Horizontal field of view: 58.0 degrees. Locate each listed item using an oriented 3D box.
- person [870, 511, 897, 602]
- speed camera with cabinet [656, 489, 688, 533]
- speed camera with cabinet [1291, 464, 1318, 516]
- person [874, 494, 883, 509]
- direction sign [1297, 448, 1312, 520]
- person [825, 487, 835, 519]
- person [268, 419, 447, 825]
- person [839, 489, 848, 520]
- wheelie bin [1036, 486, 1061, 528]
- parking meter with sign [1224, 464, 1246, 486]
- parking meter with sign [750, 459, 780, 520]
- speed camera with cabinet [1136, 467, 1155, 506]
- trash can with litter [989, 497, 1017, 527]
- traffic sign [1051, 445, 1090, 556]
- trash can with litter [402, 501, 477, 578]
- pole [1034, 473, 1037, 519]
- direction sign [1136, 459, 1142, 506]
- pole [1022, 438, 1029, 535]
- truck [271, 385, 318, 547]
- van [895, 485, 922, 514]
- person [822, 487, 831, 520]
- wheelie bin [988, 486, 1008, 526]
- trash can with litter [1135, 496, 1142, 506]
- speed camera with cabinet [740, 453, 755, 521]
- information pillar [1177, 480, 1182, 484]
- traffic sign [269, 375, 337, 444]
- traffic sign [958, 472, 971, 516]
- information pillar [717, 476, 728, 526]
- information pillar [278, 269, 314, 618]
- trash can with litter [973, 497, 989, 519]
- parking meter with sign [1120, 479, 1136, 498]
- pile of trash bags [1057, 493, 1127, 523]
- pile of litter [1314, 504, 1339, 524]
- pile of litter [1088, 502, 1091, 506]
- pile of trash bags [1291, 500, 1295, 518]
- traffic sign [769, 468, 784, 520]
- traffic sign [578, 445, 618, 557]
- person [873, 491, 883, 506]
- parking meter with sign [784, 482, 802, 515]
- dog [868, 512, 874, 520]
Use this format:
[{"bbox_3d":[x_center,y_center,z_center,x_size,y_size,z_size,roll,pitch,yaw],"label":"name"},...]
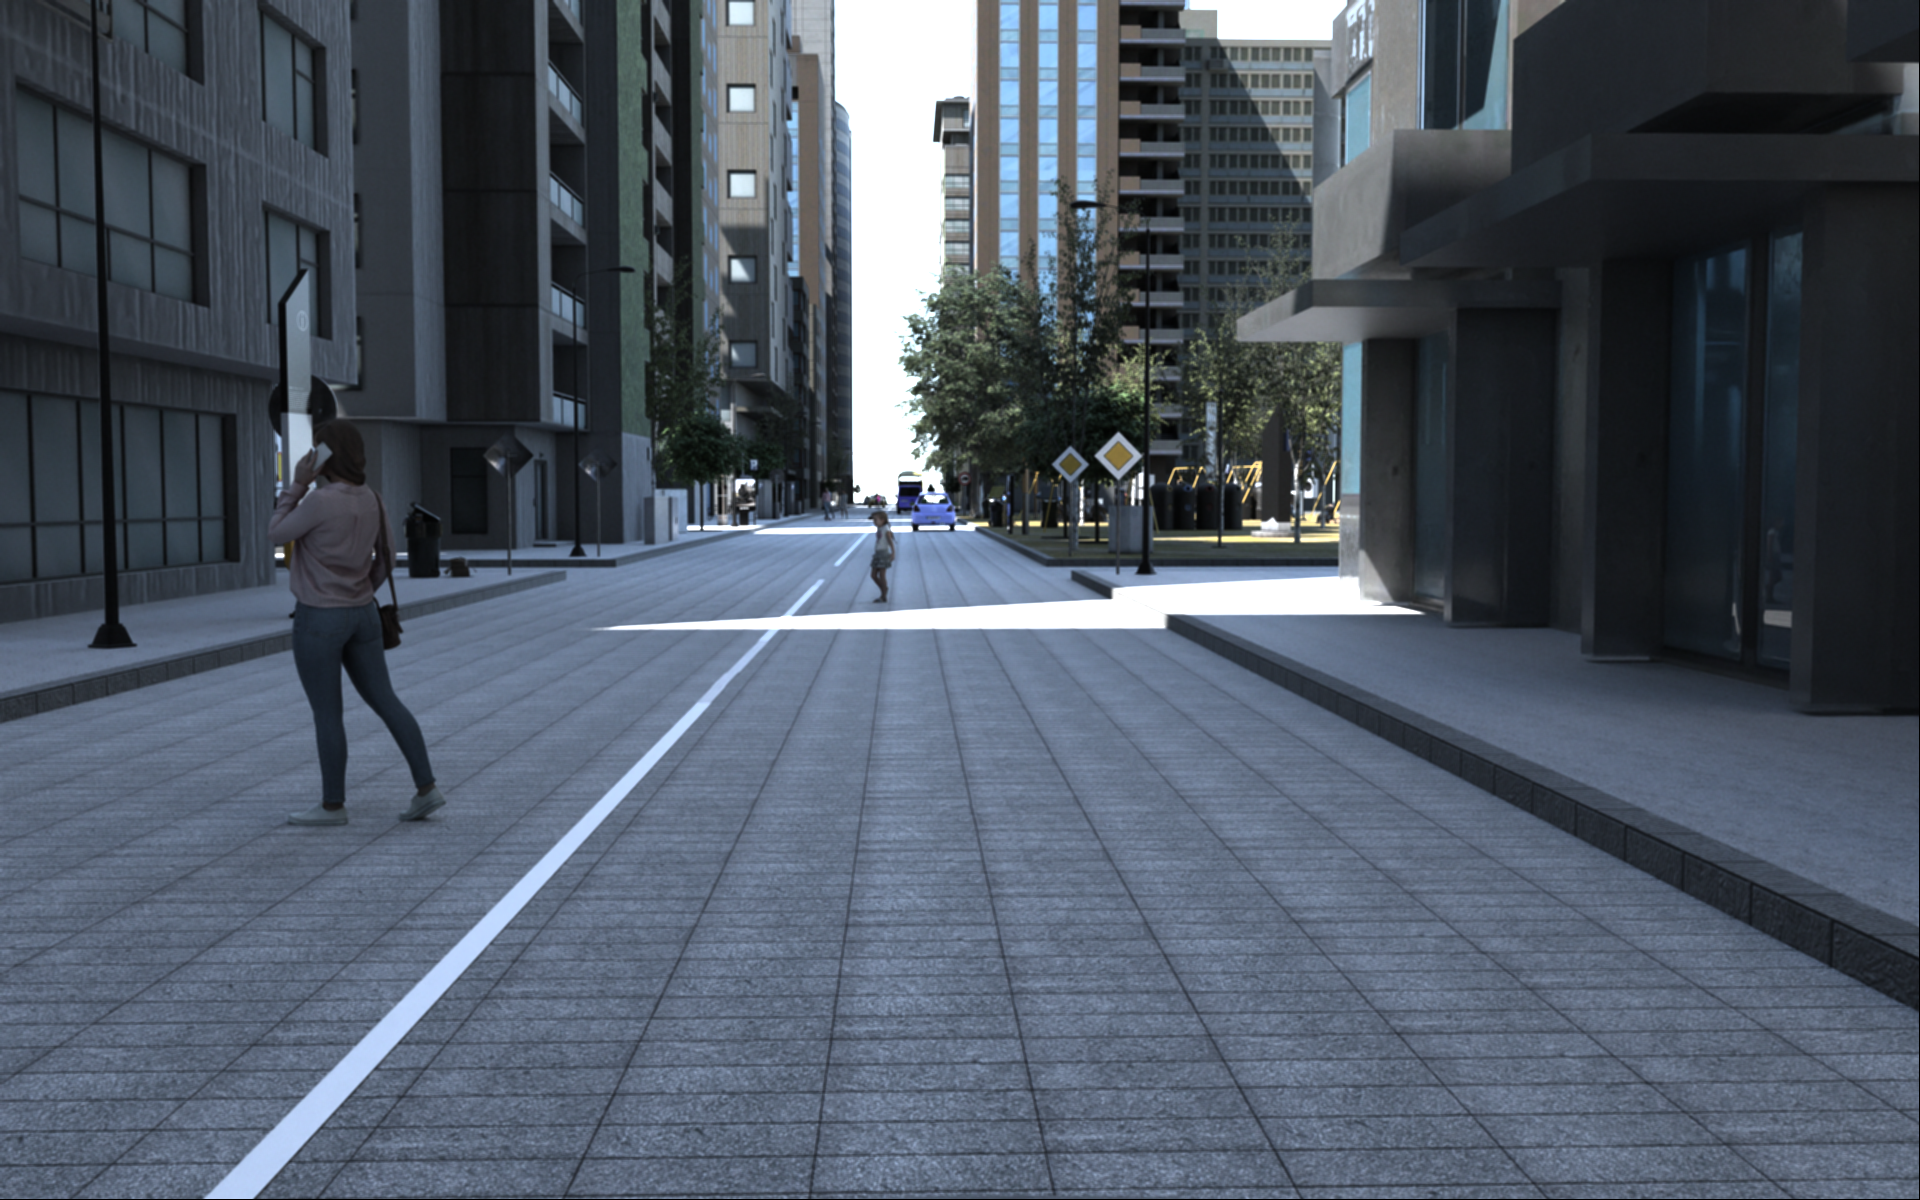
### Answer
[{"bbox_3d":[-0.969,-0.576,22.938,0.382,1.210,0.505,-2,4,-35],"label":"person"},{"bbox_3d":[-9.862,-3.792,56.333,2.038,3.252,0.660,-3,5,-45],"label":"speed camera with cabinet"},{"bbox_3d":[20.062,-6.576,101.852,0.660,3.252,2.038,-3,5,-42],"label":"speed camera with cabinet"},{"bbox_3d":[-7.519,-9.123,160.891,0.991,1.433,0.599,-1,4,-18],"label":"person"},{"bbox_3d":[16.788,-5.661,84.551,0.876,3.537,0.379,-2,4,-28],"label":"direction sign"},{"bbox_3d":[-7.702,-5.691,101.403,0.748,1.841,0.638,3,5,43],"label":"person"},{"bbox_3d":[-2.590,0.098,7.491,0.643,1.750,0.593,1,4,21],"label":"person"},{"bbox_3d":[-6.507,-5.374,97.119,0.466,1.731,0.760,1,4,12],"label":"person"},{"bbox_3d":[3.359,-3.553,65.999,0.980,1.594,0.693,0,4,-4],"label":"wheelie bin"},{"bbox_3d":[16.144,-6.344,99.988,1.738,3.016,0.543,2,4,32],"label":"parking meter with sign"},{"bbox_3d":[-9.824,-5.583,87.539,0.543,3.016,1.738,2,4,35],"label":"parking meter with sign"},{"bbox_3d":[8.862,-5.076,77.325,2.038,3.252,0.660,3,4,37],"label":"speed camera with cabinet"},{"bbox_3d":[1.821,-3.613,70.457,0.624,1.170,1.055,-2,4,-28],"label":"trash can with litter"},{"bbox_3d":[2.264,-1.955,35.603,0.795,2.450,0.064,0,4,-2],"label":"traffic sign"},{"bbox_3d":[-8.058,-0.943,26.811,1.055,1.170,0.624,-1,4,-23],"label":"trash can with litter"},{"bbox_3d":[3.891,-5.822,89.025,0.158,3.312,0.155,0,3,0],"label":"pole"},{"bbox_3d":[6.112,-4.137,59.630,0.379,3.537,0.876,-1,4,-14],"label":"direction sign"},{"bbox_3d":[2.075,-3.725,54.747,0.158,3.312,0.155,0,3,0],"label":"pole"},{"bbox_3d":[-17.519,-2.562,30.807,11.283,4.237,2.839,0,4,-4],"label":"truck"},{"bbox_3d":[-3.620,-7.387,125.156,2.240,2.365,5.245,0,4,-2],"label":"van"},{"bbox_3d":[-7.266,-5.245,94.261,0.555,1.821,0.388,-3,4,-37],"label":"person"},{"bbox_3d":[1.530,-3.747,69.175,0.980,1.594,0.693,3,4,36],"label":"wheelie bin"},{"bbox_3d":[9.504,-5.020,93.457,0.624,1.170,1.055,0,4,4],"label":"trash can with litter"},{"bbox_3d":[-10.149,-5.408,82.751,0.660,3.252,2.038,-1,4,-10],"label":"speed camera with cabinet"},{"bbox_3d":[11.687,-5.345,91.877,0.304,2.012,0.304,0,4,5],"label":"information pillar"},{"bbox_3d":[-6.945,-1.113,18.303,0.768,2.556,0.104,0,4,8],"label":"traffic sign"},{"bbox_3d":[0.271,-6.177,101.100,0.768,2.556,0.104,0,4,-1],"label":"traffic sign"},{"bbox_3d":[-9.540,-3.980,69.566,0.304,2.012,0.304,2,4,30],"label":"information pillar"},{"bbox_3d":[-6.833,-1.622,17.872,0.183,3.616,0.504,1,4,8],"label":"information pillar"},{"bbox_3d":[1.214,-4.813,90.083,1.055,1.170,0.624,-1,4,-14],"label":"trash can with litter"},{"bbox_3d":[9.753,-6.320,99.588,0.543,3.016,1.738,-2,4,-34],"label":"parking meter with sign"},{"bbox_3d":[6.067,-4.203,78.472,3.447,1.369,1.912,-2,4,-26],"label":"pile of trash bags"},{"bbox_3d":[16.151,-3.730,74.951,1.719,0.858,1.176,0,4,-1],"label":"pile of litter"},{"bbox_3d":[6.693,-4.934,94.640,1.176,0.858,1.719,0,4,0],"label":"pile of litter"},{"bbox_3d":[16.230,-5.074,92.707,3.447,1.369,1.912,-2,4,-32],"label":"pile of trash bags"},{"bbox_3d":[-9.092,-5.247,85.888,0.768,2.556,0.104,0,4,4],"label":"traffic sign"},{"bbox_3d":[-7.376,-1.937,35.316,0.795,2.450,0.064,0,4,-2],"label":"traffic sign"},{"bbox_3d":[-8.192,-9.971,172.312,1.217,1.735,0.721,2,4,34],"label":"person"},{"bbox_3d":[-10.452,-6.674,105.382,1.738,3.016,0.543,2,4,26],"label":"parking meter with sign"},{"bbox_3d":[-4.876,-4.667,96.497,0.550,0.427,0.748,0,4,7],"label":"dog"}]
